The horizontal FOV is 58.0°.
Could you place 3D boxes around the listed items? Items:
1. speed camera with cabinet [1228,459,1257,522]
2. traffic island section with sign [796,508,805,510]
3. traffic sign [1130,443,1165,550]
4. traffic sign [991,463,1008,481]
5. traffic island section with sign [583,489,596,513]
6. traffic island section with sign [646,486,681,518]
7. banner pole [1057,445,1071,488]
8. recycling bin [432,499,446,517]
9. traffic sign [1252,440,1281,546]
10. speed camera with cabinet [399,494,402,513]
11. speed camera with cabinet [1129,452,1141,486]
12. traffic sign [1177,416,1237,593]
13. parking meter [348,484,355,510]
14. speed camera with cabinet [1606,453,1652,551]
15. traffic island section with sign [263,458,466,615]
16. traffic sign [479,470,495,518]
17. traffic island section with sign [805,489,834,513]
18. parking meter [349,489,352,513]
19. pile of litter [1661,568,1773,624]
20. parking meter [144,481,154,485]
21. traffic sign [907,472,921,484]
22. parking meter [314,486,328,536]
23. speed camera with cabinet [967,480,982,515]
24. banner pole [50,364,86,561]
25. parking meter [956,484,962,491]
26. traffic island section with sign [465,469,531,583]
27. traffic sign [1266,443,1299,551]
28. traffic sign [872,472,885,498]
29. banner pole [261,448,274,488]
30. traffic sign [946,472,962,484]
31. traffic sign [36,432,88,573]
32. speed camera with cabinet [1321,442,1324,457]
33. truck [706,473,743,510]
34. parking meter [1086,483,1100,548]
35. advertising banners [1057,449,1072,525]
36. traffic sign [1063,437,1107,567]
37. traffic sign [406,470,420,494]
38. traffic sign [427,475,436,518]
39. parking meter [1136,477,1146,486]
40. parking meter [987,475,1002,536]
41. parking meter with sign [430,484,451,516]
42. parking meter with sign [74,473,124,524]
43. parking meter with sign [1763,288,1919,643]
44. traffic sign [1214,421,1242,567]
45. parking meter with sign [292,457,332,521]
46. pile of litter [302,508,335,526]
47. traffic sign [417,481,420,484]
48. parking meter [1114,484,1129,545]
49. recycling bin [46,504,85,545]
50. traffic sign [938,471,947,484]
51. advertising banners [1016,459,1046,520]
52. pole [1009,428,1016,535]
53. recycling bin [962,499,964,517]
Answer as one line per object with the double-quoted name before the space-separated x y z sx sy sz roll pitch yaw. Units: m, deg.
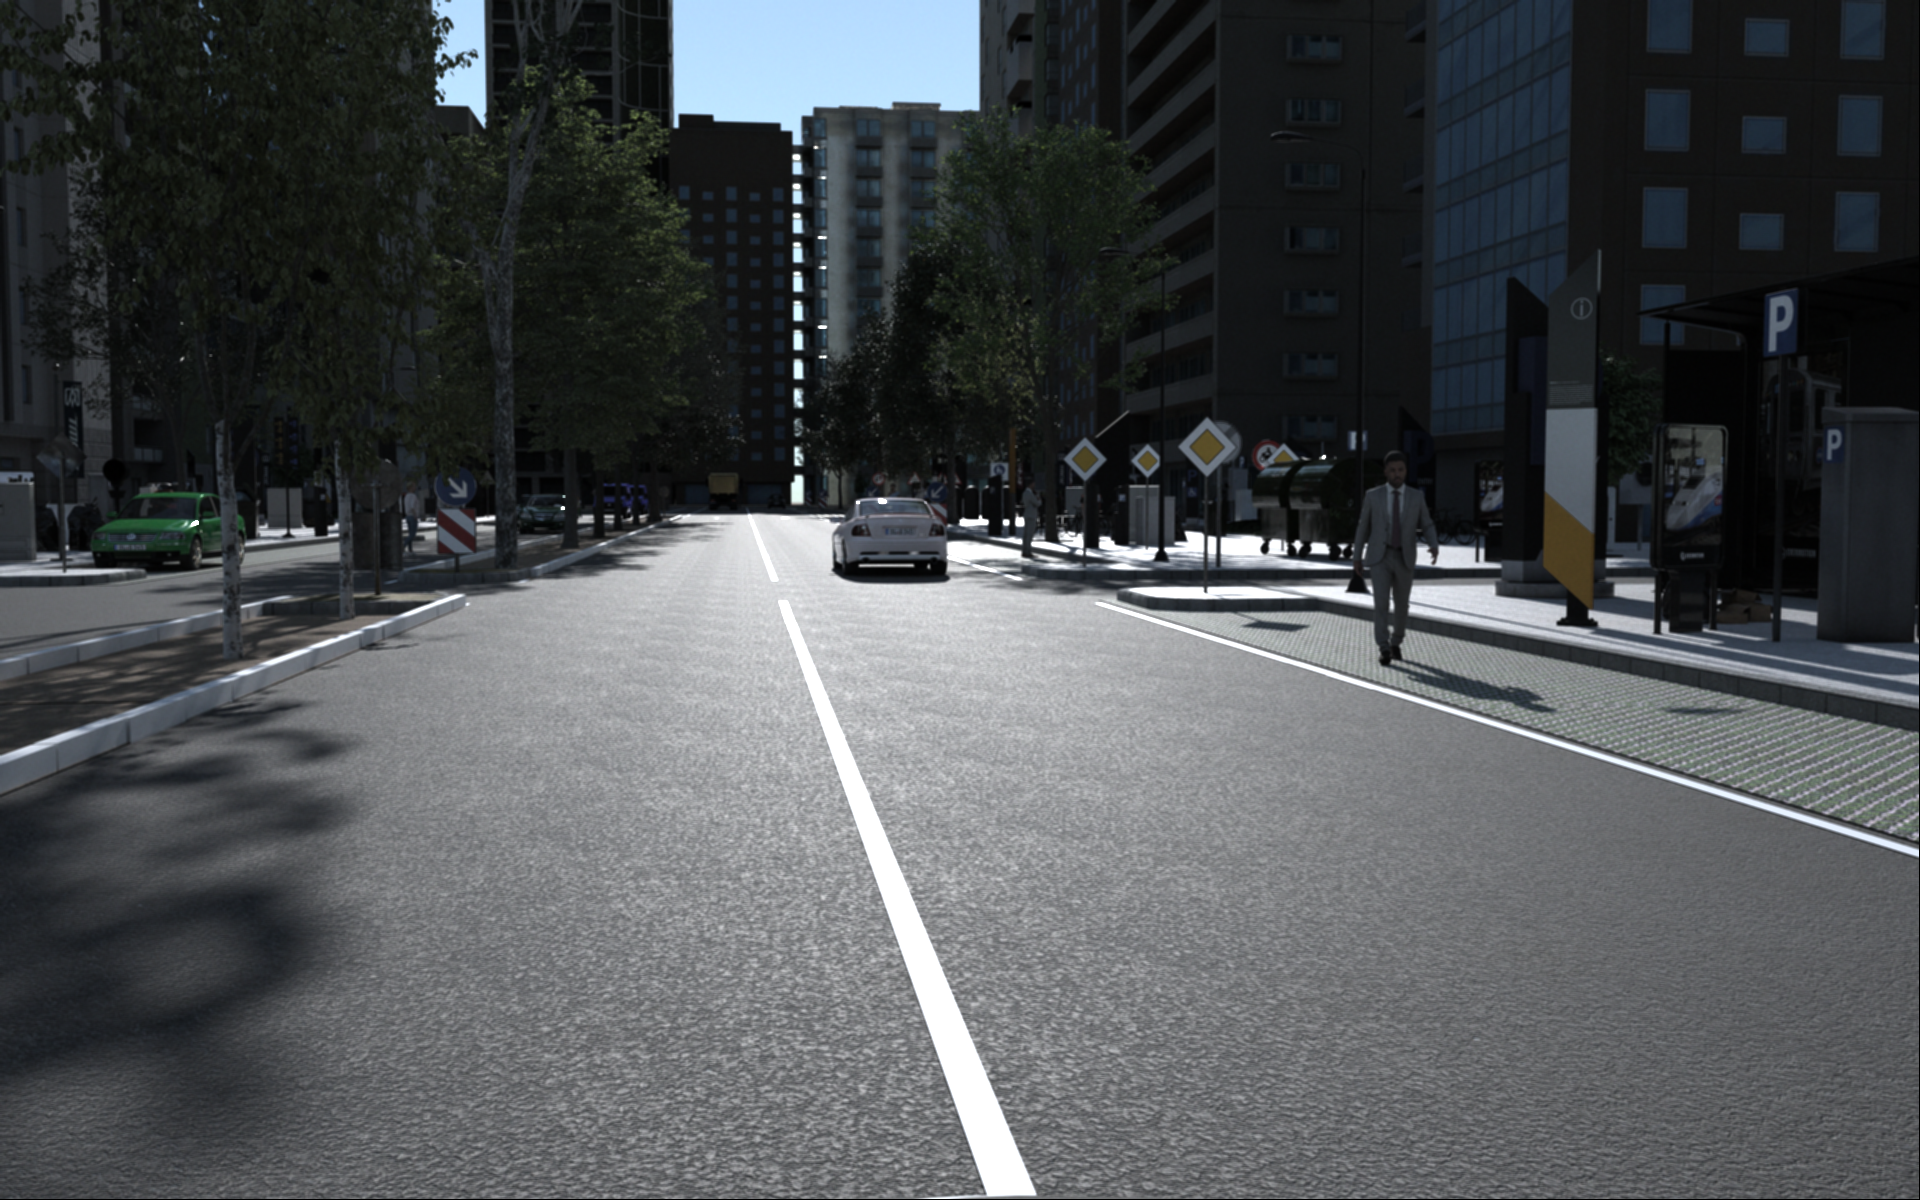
"speed camera with cabinet" 9.770 -4.003 59.780 0.660 3.252 2.038 0 4 -4
"traffic island section with sign" -14.097 -9.222 159.408 1.989 1.847 2.006 0 4 -7
"traffic sign" 4.279 -2.350 39.609 0.795 2.450 0.064 0 4 -5
"traffic sign" 1.273 -3.296 56.023 0.606 2.300 0.079 0 4 -2
"traffic island section with sign" -27.090 -7.386 129.394 1.989 1.847 2.006 0 4 -7
"traffic island section with sign" -17.684 -5.821 103.310 2.006 1.907 1.989 0 4 -7
"banner pole" 5.397 -6.060 89.096 0.863 3.779 0.401 -1 4 -8
"recycling bin" -29.402 -5.205 97.655 0.722 1.027 0.722 -1 4 -12
"traffic sign" 7.224 -2.482 40.680 0.768 2.556 0.104 0 4 1
"speed camera with cabinet" -27.545 -5.411 82.810 0.660 3.252 2.038 1 4 17
"speed camera with cabinet" 7.384 -5.290 80.829 2.038 3.252 0.660 2 4 26
"traffic sign" 3.184 -1.148 22.418 0.795 2.450 0.064 0 4 -7
"parking meter" -35.182 -5.777 100.168 0.255 1.863 0.399 1 4 10
"speed camera with cabinet" 14.644 -2.726 38.909 2.038 3.252 0.660 -1 4 -11
"traffic island section with sign" -7.340 -0.812 21.412 2.006 1.907 1.989 0 4 -7
"traffic sign" -25.416 -5.699 93.190 0.884 2.594 0.081 0 4 -6
"traffic island section with sign" -10.575 -7.526 131.670 1.989 1.847 2.006 0 4 -7
"parking meter" -28.373 -4.392 80.220 0.372 1.533 0.369 0 3 0
"pile of litter" 7.852 -0.235 17.804 1.719 0.858 1.176 -3 4 -39
"parking meter" -37.474 -4.550 80.096 0.399 1.863 0.255 1 4 19
"traffic sign" -2.469 -5.783 94.550 0.884 2.594 0.081 0 4 -2
"parking meter" -19.414 -2.703 52.609 0.372 1.533 0.369 0 3 0
"speed camera with cabinet" 0.789 -6.831 106.025 2.038 3.252 0.660 -1 4 -18
"banner pole" -17.334 -2.669 33.660 0.401 3.779 0.863 1 4 18
"parking meter" -0.135 -5.523 96.018 0.399 1.863 0.255 -2 4 -31
"traffic island section with sign" -8.258 -1.262 28.762 2.006 1.907 1.989 0 4 -7
"traffic sign" 7.271 -2.312 38.987 0.795 2.450 0.064 0 4 -3
"traffic sign" -4.721 -6.148 100.623 0.768 2.556 0.104 0 4 -4
"banner pole" -37.270 -6.326 93.439 0.401 3.779 0.863 3 5 43
"traffic sign" -0.322 -5.675 92.795 0.884 2.594 0.081 0 4 -5
"traffic sign" -14.631 -1.505 28.245 0.795 2.450 0.064 0 4 -7
"speed camera with cabinet" 14.384 -4.405 66.365 2.038 3.252 0.660 -1 4 -19
"truck" -21.601 -9.941 158.454 3.469 3.379 9.791 0 4 -7
"parking meter" 3.130 -2.004 41.179 0.372 1.533 0.369 0 3 0
"advertising banners" 4.088 -4.338 67.107 0.090 3.025 2.074 1 4 20
"traffic sign" 2.183 -1.633 30.341 0.795 2.450 0.064 0 4 -7
"traffic sign" -28.942 -5.603 91.715 0.768 2.556 0.104 0 4 -3
"traffic sign" -28.185 -5.669 92.797 0.768 2.556 0.104 0 4 -4
"parking meter" 6.171 -3.239 58.676 0.399 1.863 0.255 0 4 6
"parking meter" 1.065 -2.902 53.161 0.399 1.863 0.255 3 5 41
"parking meter with sign" -30.650 -6.432 101.419 1.738 3.016 0.543 -3 5 -40
"parking meter with sign" -30.763 -4.019 61.978 1.738 3.016 0.543 -1 4 -11
"parking meter with sign" 7.920 -1.147 15.015 1.738 3.016 0.543 0 4 -3
"traffic sign" 4.532 -1.847 30.306 0.768 2.556 0.104 0 4 -4
"parking meter with sign" -30.806 -5.271 82.435 0.543 3.016 1.738 3 5 40
"pile of litter" -26.006 -3.424 69.947 1.176 0.858 1.719 3 5 41
"traffic sign" -29.498 -5.712 93.504 0.768 2.556 0.104 0 4 -4
"parking meter" 4.069 -2.150 43.559 0.372 1.533 0.369 0 3 0
"recycling bin" -22.782 -1.938 44.246 0.722 1.027 0.722 1 4 14
"traffic sign" -0.964 -5.749 93.993 0.884 2.594 0.081 0 4 -3
"advertising banners" 3.569 -5.478 85.755 2.074 3.025 0.090 -2 4 -33
"pole" 1.632 -3.674 53.913 0.158 3.312 0.155 0 3 0
"recycling bin" -0.261 -5.230 98.065 0.722 1.027 0.722 3 5 41
